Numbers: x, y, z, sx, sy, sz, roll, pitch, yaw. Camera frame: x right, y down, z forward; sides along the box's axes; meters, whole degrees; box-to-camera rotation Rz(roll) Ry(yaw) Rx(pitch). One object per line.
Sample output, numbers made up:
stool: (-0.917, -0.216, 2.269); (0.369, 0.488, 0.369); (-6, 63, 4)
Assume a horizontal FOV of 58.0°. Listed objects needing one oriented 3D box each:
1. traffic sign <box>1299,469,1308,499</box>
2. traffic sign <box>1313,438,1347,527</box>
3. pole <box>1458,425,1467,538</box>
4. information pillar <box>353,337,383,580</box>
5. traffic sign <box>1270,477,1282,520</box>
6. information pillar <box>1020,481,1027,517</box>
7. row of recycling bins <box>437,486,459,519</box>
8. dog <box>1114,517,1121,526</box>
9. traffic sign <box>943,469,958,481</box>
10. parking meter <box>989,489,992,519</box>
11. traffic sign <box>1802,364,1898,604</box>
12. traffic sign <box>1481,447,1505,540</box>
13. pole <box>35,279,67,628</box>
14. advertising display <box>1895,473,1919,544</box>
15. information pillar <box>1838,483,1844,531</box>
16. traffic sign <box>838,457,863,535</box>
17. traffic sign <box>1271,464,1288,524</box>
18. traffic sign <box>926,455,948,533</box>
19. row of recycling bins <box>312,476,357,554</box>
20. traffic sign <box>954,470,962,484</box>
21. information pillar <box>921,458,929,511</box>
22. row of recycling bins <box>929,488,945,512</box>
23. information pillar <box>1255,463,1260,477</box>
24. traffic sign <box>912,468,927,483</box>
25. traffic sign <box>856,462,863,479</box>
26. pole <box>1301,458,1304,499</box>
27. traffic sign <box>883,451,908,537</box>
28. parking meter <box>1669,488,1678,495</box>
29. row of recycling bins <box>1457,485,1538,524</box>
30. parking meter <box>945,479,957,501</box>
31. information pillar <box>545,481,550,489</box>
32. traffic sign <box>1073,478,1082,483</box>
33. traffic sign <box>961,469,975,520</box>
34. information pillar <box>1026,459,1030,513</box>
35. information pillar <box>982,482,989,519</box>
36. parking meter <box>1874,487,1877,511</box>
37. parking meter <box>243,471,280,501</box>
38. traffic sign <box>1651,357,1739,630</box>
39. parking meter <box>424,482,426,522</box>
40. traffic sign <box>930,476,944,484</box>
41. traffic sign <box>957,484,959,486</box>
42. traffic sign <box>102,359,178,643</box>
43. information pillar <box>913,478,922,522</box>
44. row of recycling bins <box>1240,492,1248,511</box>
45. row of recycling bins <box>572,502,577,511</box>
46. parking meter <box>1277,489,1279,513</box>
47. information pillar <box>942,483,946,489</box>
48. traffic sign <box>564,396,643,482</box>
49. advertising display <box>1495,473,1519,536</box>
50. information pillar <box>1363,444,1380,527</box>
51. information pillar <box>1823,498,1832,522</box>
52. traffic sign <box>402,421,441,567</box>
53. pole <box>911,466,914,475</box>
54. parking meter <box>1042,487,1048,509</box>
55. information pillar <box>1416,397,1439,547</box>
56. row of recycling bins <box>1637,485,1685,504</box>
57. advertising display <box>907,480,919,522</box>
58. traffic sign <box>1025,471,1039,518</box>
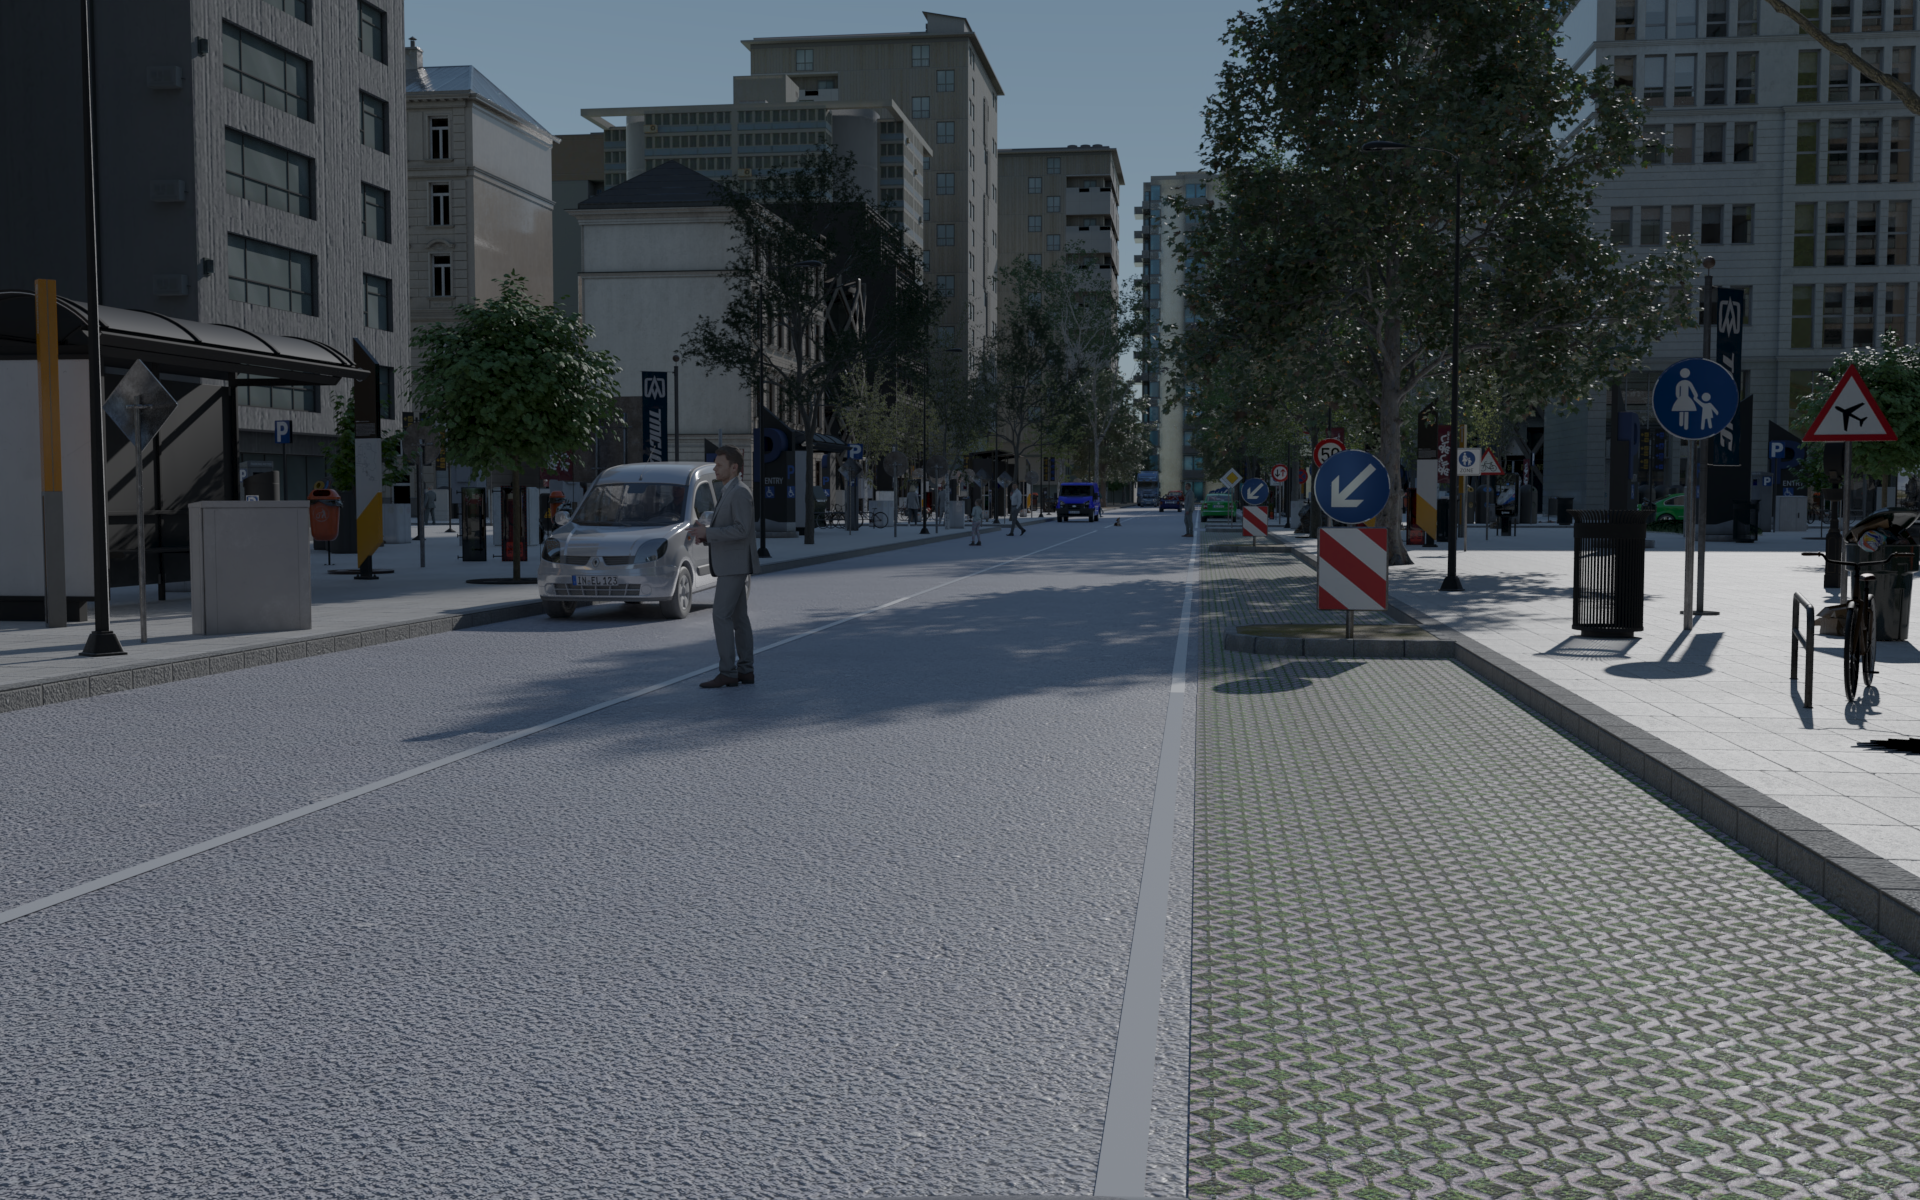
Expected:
traffic sign: (17.228, -5.358, 87.707); (0.768, 2.556, 0.104); (1, 4, 10)
traffic sign: (8.416, -2.405, 39.427); (0.768, 2.556, 0.104); (1, 4, 9)
pole: (14.757, -3.488, 50.876); (0.158, 3.312, 0.155); (0, 3, 0)
information pillar: (-8.849, -2.111, 25.875); (0.504, 3.616, 0.183); (2, 4, 31)
traffic sign: (15.691, -5.127, 85.948); (0.606, 2.300, 0.079); (1, 4, 16)
information pillar: (3.522, -5.613, 96.267); (0.304, 2.012, 0.304); (3, 5, 43)
row of recycling bins: (-26.018, -5.102, 90.534); (1.069, 1.692, 3.534); (1, 4, 22)
dog: (7.093, -3.488, 77.216); (0.550, 0.427, 0.748); (2, 4, 27)
traffic sign: (-0.497, -5.453, 89.269); (0.768, 2.556, 0.104); (1, 4, 12)
parking meter: (1.464, -4.996, 90.100); (0.372, 1.533, 0.369); (0, 3, 0)
traffic sign: (8.950, -1.069, 17.476); (0.884, 2.594, 0.081); (1, 4, 12)
traffic sign: (14.620, -2.935, 47.988); (0.884, 2.594, 0.081); (1, 4, 15)
pole: (-8.706, -1.391, 16.581); (0.158, 3.312, 0.155); (0, 3, 0)
advertising display: (20.008, -1.900, 36.271); (0.123, 1.923, 0.974); (-1, 4, -16)
information pillar: (30.769, -3.413, 60.290); (0.304, 2.012, 0.304); (1, 4, 12)
traffic sign: (-3.418, -3.224, 53.894); (0.795, 2.450, 0.064); (1, 4, 11)
traffic sign: (13.530, -4.471, 73.214); (0.768, 2.556, 0.104); (1, 4, 15)
traffic sign: (-0.762, -3.449, 56.502); (0.768, 2.556, 0.104); (1, 4, 17)
row of recycling bins: (-13.754, -1.931, 38.677); (1.069, 1.692, 3.534); (-2, 4, -28)
traffic sign: (-0.219, -5.645, 92.402); (0.768, 2.556, 0.104); (1, 4, 10)
information pillar: (-2.312, -7.499, 113.969); (0.504, 3.616, 0.183); (0, 4, 0)
row of recycling bins: (-1.810, -7.132, 123.716); (1.069, 1.692, 3.534); (-2, 4, -33)
information pillar: (20.178, -7.739, 117.893); (0.504, 3.616, 0.183); (-1, 4, -16)
traffic sign: (-1.998, -5.185, 84.874); (0.768, 2.556, 0.104); (1, 4, 13)
traffic sign: (-4.119, -4.079, 66.805); (0.768, 2.556, 0.104); (1, 4, 16)
pole: (18.474, -6.098, 93.545); (0.158, 3.312, 0.155); (0, 3, 0)
traffic sign: (-1.920, -3.136, 51.373); (0.768, 2.556, 0.104); (1, 4, 15)
parking meter: (29.293, -3.837, 71.138); (0.372, 1.533, 0.369); (0, 3, 0)
row of recycling bins: (23.103, -4.141, 74.824); (3.534, 1.692, 1.069); (0, 4, 1)
parking meter: (-0.340, -3.715, 66.453); (0.399, 1.863, 0.255); (3, 5, 40)
information pillar: (-22.427, -5.506, 94.514); (0.304, 2.012, 0.304); (1, 4, 17)
traffic sign: (9.407, -8.487, 138.875); (0.768, 2.556, 0.104); (1, 4, 10)
traffic sign: (0.398, -5.329, 87.228); (0.768, 2.556, 0.104); (1, 4, 14)
information pillar: (4.497, -7.534, 114.530); (0.183, 3.616, 0.504); (-2, 4, -27)
information pillar: (1.279, -5.075, 87.473); (0.304, 2.012, 0.304); (-2, 4, -25)
parking meter: (40.858, -4.362, 77.030); (0.399, 1.863, 0.255); (2, 4, 28)
parking meter: (-7.670, -0.650, 19.046); (0.372, 1.533, 0.369); (0, 3, 0)
traffic sign: (6.871, -0.989, 16.272); (0.768, 2.556, 0.104); (1, 4, 10)
parking meter: (-24.439, -4.467, 78.746); (0.255, 1.863, 0.399); (0, 4, -7)
traffic sign: (-1.200, -5.482, 89.736); (0.768, 2.556, 0.104); (1, 4, 16)
traffic sign: (-0.245, -5.784, 95.759); (0.795, 2.450, 0.064); (1, 4, 11)
traffic sign: (-7.038, -0.837, 14.870); (0.795, 2.450, 0.064); (1, 4, 17)
information pillar: (-1.946, -4.580, 79.380); (0.304, 2.012, 0.304); (-1, 4, -22)
row of recycling bins: (23.017, -7.911, 136.458); (1.069, 1.692, 3.534); (2, 4, 29)
row of recycling bins: (-12.209, -3.161, 58.801); (1.069, 1.692, 3.534); (-3, 5, -41)
parking meter: (21.603, -6.806, 116.984); (0.255, 1.863, 0.399); (-2, 4, -29)
information pillar: (-1.514, -8.882, 149.715); (0.304, 2.012, 0.304); (1, 4, 22)
traffic sign: (-7.293, -2.589, 36.199); (2.265, 3.308, 0.079); (1, 4, 17)
advertising display: (16.689, -2.915, 52.866); (0.123, 1.923, 0.974); (-1, 4, -20)
information pillar: (10.262, -3.151, 42.875); (0.504, 3.616, 0.183); (0, 4, -2)
information pillar: (39.485, -4.542, 78.760); (0.304, 2.012, 0.304); (3, 4, 36)
traffic sign: (-9.413, -1.845, 30.268); (0.768, 2.556, 0.104); (1, 4, 13)
pole: (-3.416, -8.017, 124.926); (0.158, 3.312, 0.155); (0, 3, 0)
parking meter: (6.726, -8.056, 137.428); (0.399, 1.863, 0.255); (-1, 4, -13)
information pillar: (11.283, -3.083, 41.767); (0.504, 3.616, 0.183); (2, 4, 28)
row of recycling bins: (30.776, -4.268, 76.887); (3.534, 1.692, 1.069); (-1, 4, -21)
advertising display: (-2.127, -4.489, 78.613); (0.123, 1.923, 0.974); (2, 4, 23)
traffic sign: (3.910, -5.767, 94.393); (0.768, 2.556, 0.104); (1, 4, 9)
